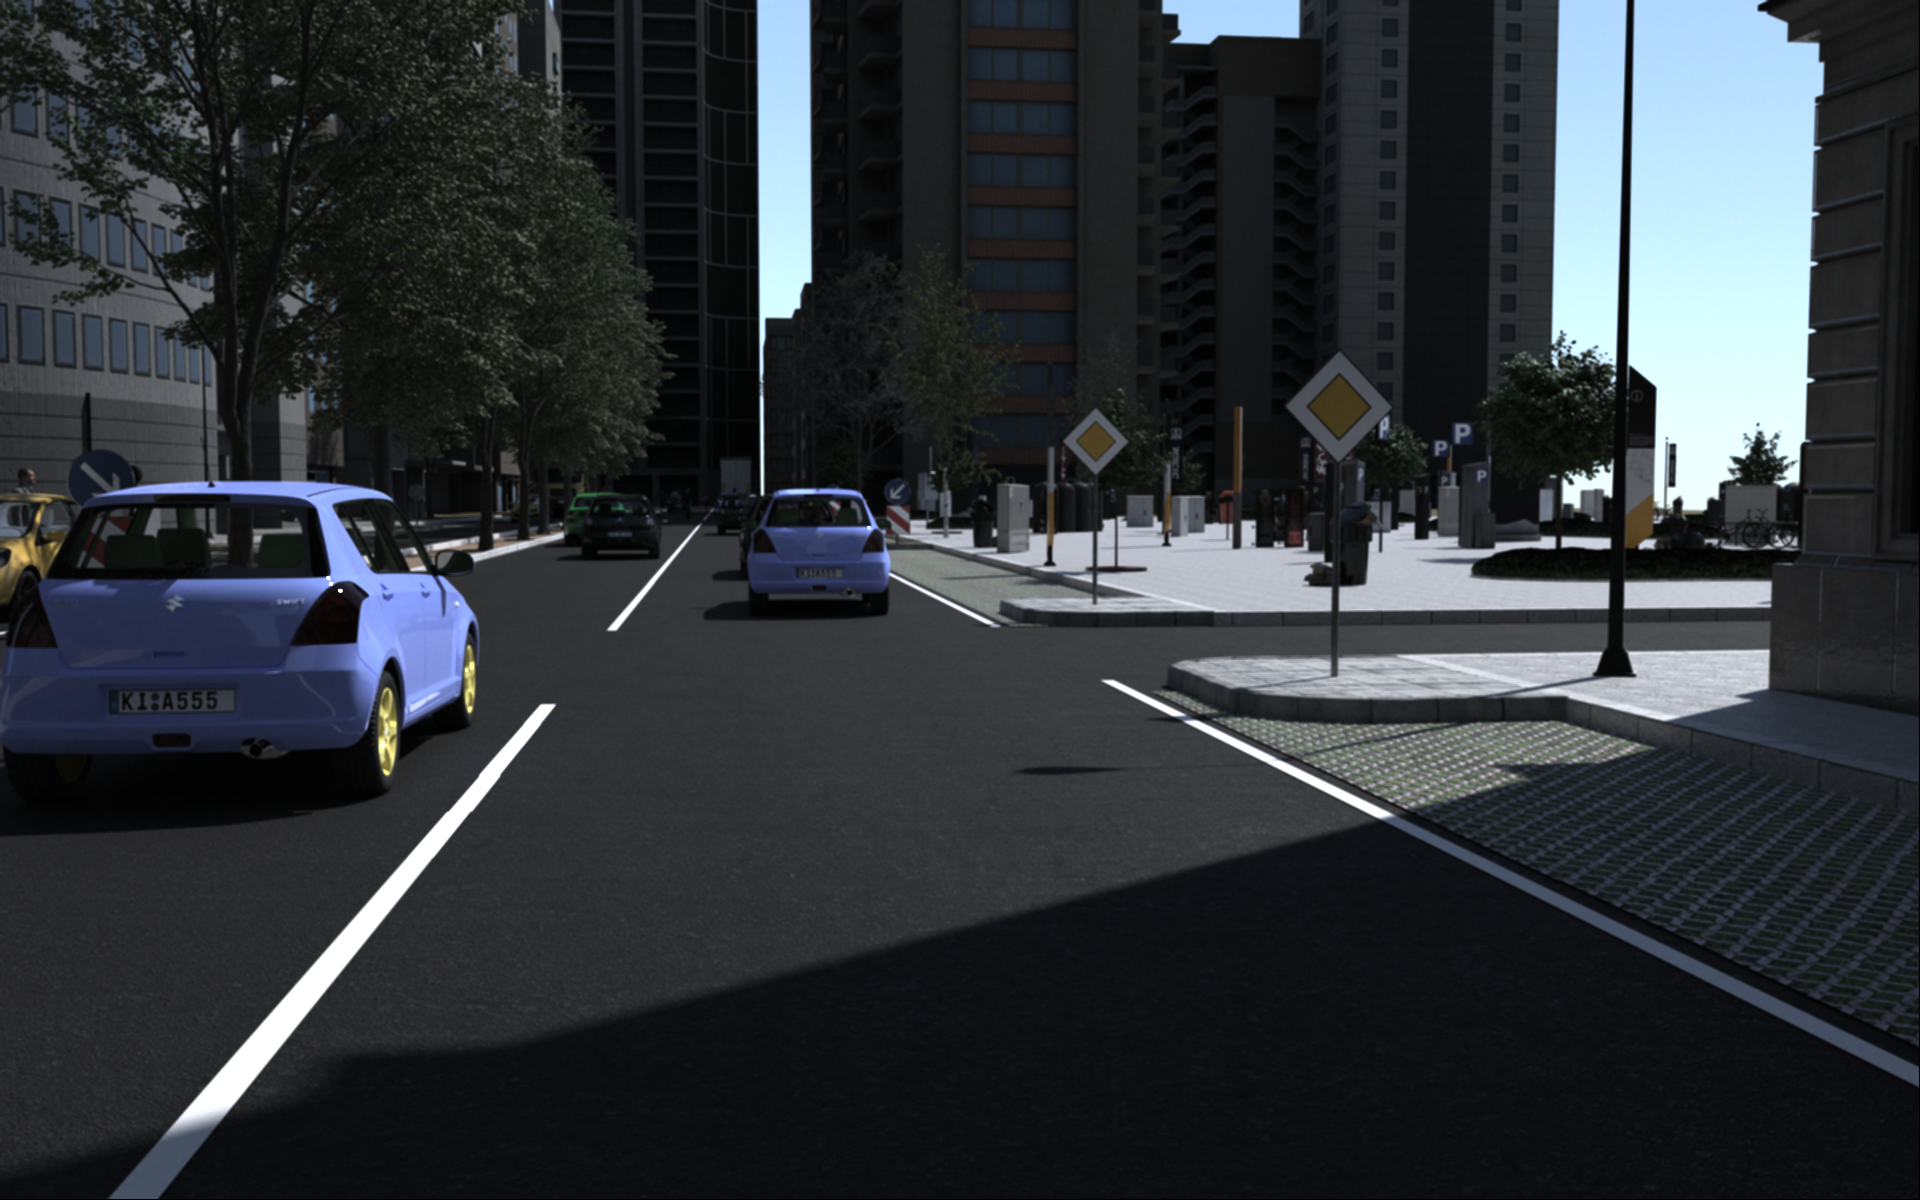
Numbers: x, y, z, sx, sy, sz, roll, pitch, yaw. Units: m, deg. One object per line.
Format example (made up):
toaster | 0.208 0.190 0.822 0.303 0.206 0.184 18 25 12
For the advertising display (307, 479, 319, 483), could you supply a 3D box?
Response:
advertising display | -28.224 -4.292 75.394 0.974 1.923 0.123 2 4 34

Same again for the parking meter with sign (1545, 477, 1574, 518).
parking meter with sign | 26.234 -4.908 76.507 1.738 3.016 0.543 3 5 43

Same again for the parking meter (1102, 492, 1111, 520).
parking meter | 7.347 -4.961 86.817 0.399 1.863 0.255 -2 4 -27

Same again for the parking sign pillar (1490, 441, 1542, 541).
parking sign pillar | 15.237 -3.612 47.536 1.447 3.967 1.447 1 4 16

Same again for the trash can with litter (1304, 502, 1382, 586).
trash can with litter | 5.390 -0.796 24.402 1.055 1.170 0.624 -3 4 -37

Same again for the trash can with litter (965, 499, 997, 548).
trash can with litter | 0.682 -1.853 41.683 0.624 1.170 1.055 3 5 44

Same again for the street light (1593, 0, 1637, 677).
street light | 4.115 -2.417 12.058 1.470 5.913 1.316 0 4 -8

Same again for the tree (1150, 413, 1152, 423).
tree | 8.098 -8.828 94.692 4.360 8.622 3.978 0 3 0

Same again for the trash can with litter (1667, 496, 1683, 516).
trash can with litter | 41.709 -5.497 101.266 1.055 1.170 0.624 1 4 20

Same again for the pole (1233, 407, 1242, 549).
pole | 6.482 -2.850 40.444 0.158 3.312 0.155 0 3 0

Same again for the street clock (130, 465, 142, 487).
street clock | -20.793 -2.380 43.489 0.471 2.002 0.358 0 4 -2

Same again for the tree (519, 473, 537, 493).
tree | -34.488 -8.756 137.767 1.663 3.219 1.824 0 3 0

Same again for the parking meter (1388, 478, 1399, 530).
parking meter | 15.601 -3.464 62.350 0.255 1.863 0.399 -1 4 -11

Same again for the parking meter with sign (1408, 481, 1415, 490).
parking meter with sign | 24.617 -5.915 92.972 0.543 3.016 1.738 -2 4 -26

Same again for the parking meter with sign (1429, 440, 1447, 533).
parking meter with sign | 15.887 -3.679 56.417 0.543 3.016 1.738 2 4 31

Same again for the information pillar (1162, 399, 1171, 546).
information pillar | 5.093 -3.128 42.492 0.183 3.616 0.504 0 4 -2

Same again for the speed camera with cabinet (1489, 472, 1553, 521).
speed camera with cabinet | 18.491 -3.843 57.175 2.038 3.252 0.660 0 4 -5

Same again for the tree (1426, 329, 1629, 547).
tree | 11.982 -3.115 34.649 4.285 4.588 4.351 0 3 0

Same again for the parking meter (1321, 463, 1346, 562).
parking meter | 7.073 -1.648 32.660 0.255 1.863 0.399 3 4 38

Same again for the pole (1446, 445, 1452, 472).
pole | 20.305 -4.778 71.966 0.158 3.312 0.155 0 3 0

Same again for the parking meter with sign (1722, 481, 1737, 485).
parking meter with sign | 43.500 -6.220 97.963 1.738 3.016 0.543 0 4 1

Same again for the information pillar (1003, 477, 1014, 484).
information pillar | 2.162 -4.317 75.078 0.304 2.012 0.304 -1 4 -12

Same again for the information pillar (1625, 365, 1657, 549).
information pillar | 12.342 -2.452 31.446 0.504 3.616 0.183 1 4 12

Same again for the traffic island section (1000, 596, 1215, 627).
traffic island section | 1.584 0.132 20.117 2.009 0.180 2.903 0 4 -8

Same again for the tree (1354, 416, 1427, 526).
tree | 17.454 -5.331 70.883 4.285 4.588 4.351 0 3 0

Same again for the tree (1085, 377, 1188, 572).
tree | 2.577 -2.092 28.805 1.663 3.219 1.824 0 3 0

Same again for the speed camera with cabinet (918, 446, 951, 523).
speed camera with cabinet | -0.748 -4.781 72.511 2.038 3.252 0.660 -2 4 -33

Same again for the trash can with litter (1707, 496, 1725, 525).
trash can with litter | 23.770 -2.716 55.458 2.233 1.210 1.678 1 4 17

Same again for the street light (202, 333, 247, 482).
street light | -21.125 -4.724 49.773 1.470 5.913 1.316 0 4 -8

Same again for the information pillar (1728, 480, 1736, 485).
information pillar | 40.505 -5.287 90.937 0.304 2.012 0.304 0 4 -8

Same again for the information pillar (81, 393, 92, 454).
information pillar | -20.242 -2.987 40.198 0.183 3.616 0.504 -3 5 -40

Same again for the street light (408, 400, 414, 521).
street light | -25.416 -6.677 81.704 1.470 5.913 1.316 0 4 -8

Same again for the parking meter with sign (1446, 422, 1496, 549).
parking meter with sign | 12.314 -2.762 41.415 0.543 3.016 1.738 0 4 -7

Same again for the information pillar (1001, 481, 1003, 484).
information pillar | 2.467 -5.512 94.619 0.304 2.012 0.304 -3 5 -42

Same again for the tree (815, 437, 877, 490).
tree | -6.298 -6.908 96.664 4.285 4.588 4.351 0 3 0

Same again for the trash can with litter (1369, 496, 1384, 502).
trash can with litter | 13.870 -2.961 59.466 2.233 1.210 1.678 0 4 -4

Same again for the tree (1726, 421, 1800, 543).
tree | 21.281 -3.160 46.263 1.663 3.219 1.824 0 3 0

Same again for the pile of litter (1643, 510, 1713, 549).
pile of litter | 16.486 -1.577 39.755 1.719 0.858 1.176 3 5 44

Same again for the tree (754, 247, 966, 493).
tree | -4.889 -10.697 85.263 12.009 13.543 11.850 0 3 0

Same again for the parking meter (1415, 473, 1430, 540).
parking meter | 13.063 -2.646 48.968 0.399 1.863 0.255 -3 5 -43

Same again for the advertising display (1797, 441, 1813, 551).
advertising display | 10.698 -0.997 21.514 0.974 1.923 0.123 -3 5 -39

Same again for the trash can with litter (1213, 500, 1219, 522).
trash can with litter | 11.602 -4.096 78.362 1.055 1.170 0.624 3 5 43

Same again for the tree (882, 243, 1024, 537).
tree | -0.356 -6.141 50.765 4.737 8.622 4.395 0 3 0

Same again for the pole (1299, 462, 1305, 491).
pole | 13.018 -4.408 65.915 0.158 3.312 0.155 0 3 0

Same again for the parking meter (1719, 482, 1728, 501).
parking meter | 38.062 -4.932 86.351 0.399 1.863 0.255 2 4 33

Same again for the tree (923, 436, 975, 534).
tree | -0.529 -3.777 56.363 1.663 3.219 1.824 0 3 0

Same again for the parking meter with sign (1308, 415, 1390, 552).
parking meter with sign | 8.602 -2.584 38.508 1.738 3.016 0.543 3 4 38

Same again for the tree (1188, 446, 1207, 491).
tree | 7.542 -3.958 59.317 1.663 3.219 1.824 0 3 0

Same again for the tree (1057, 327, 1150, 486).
tree | 6.251 -7.737 76.870 4.360 8.622 3.978 0 3 0

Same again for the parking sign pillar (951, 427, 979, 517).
parking sign pillar | 0.202 -4.996 70.155 1.447 3.967 1.447 -3 4 -38

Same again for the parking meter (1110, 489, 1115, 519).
parking meter | 7.908 -4.971 89.693 0.372 1.533 0.369 0 3 0

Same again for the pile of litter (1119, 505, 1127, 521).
pile of litter | 8.389 -4.245 83.365 1.176 0.858 1.719 -1 4 -20

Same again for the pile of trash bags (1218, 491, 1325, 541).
pile of trash bags | 8.861 -2.340 48.016 3.447 1.369 1.912 1 4 16

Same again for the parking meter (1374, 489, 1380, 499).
parking meter | 21.000 -4.813 87.101 0.372 1.533 0.369 0 3 0

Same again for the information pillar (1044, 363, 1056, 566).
information pillar | 1.609 -2.411 30.778 0.183 3.616 0.504 0 4 -2

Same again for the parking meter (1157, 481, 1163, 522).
parking meter | 9.344 -4.563 80.315 0.255 1.863 0.399 2 4 29

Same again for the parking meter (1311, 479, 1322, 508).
parking meter | 11.530 -3.066 55.834 0.255 1.863 0.399 -3 5 -44

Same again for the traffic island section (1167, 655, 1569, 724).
traffic island section | 2.654 0.616 12.204 2.009 0.180 2.903 0 4 -8
